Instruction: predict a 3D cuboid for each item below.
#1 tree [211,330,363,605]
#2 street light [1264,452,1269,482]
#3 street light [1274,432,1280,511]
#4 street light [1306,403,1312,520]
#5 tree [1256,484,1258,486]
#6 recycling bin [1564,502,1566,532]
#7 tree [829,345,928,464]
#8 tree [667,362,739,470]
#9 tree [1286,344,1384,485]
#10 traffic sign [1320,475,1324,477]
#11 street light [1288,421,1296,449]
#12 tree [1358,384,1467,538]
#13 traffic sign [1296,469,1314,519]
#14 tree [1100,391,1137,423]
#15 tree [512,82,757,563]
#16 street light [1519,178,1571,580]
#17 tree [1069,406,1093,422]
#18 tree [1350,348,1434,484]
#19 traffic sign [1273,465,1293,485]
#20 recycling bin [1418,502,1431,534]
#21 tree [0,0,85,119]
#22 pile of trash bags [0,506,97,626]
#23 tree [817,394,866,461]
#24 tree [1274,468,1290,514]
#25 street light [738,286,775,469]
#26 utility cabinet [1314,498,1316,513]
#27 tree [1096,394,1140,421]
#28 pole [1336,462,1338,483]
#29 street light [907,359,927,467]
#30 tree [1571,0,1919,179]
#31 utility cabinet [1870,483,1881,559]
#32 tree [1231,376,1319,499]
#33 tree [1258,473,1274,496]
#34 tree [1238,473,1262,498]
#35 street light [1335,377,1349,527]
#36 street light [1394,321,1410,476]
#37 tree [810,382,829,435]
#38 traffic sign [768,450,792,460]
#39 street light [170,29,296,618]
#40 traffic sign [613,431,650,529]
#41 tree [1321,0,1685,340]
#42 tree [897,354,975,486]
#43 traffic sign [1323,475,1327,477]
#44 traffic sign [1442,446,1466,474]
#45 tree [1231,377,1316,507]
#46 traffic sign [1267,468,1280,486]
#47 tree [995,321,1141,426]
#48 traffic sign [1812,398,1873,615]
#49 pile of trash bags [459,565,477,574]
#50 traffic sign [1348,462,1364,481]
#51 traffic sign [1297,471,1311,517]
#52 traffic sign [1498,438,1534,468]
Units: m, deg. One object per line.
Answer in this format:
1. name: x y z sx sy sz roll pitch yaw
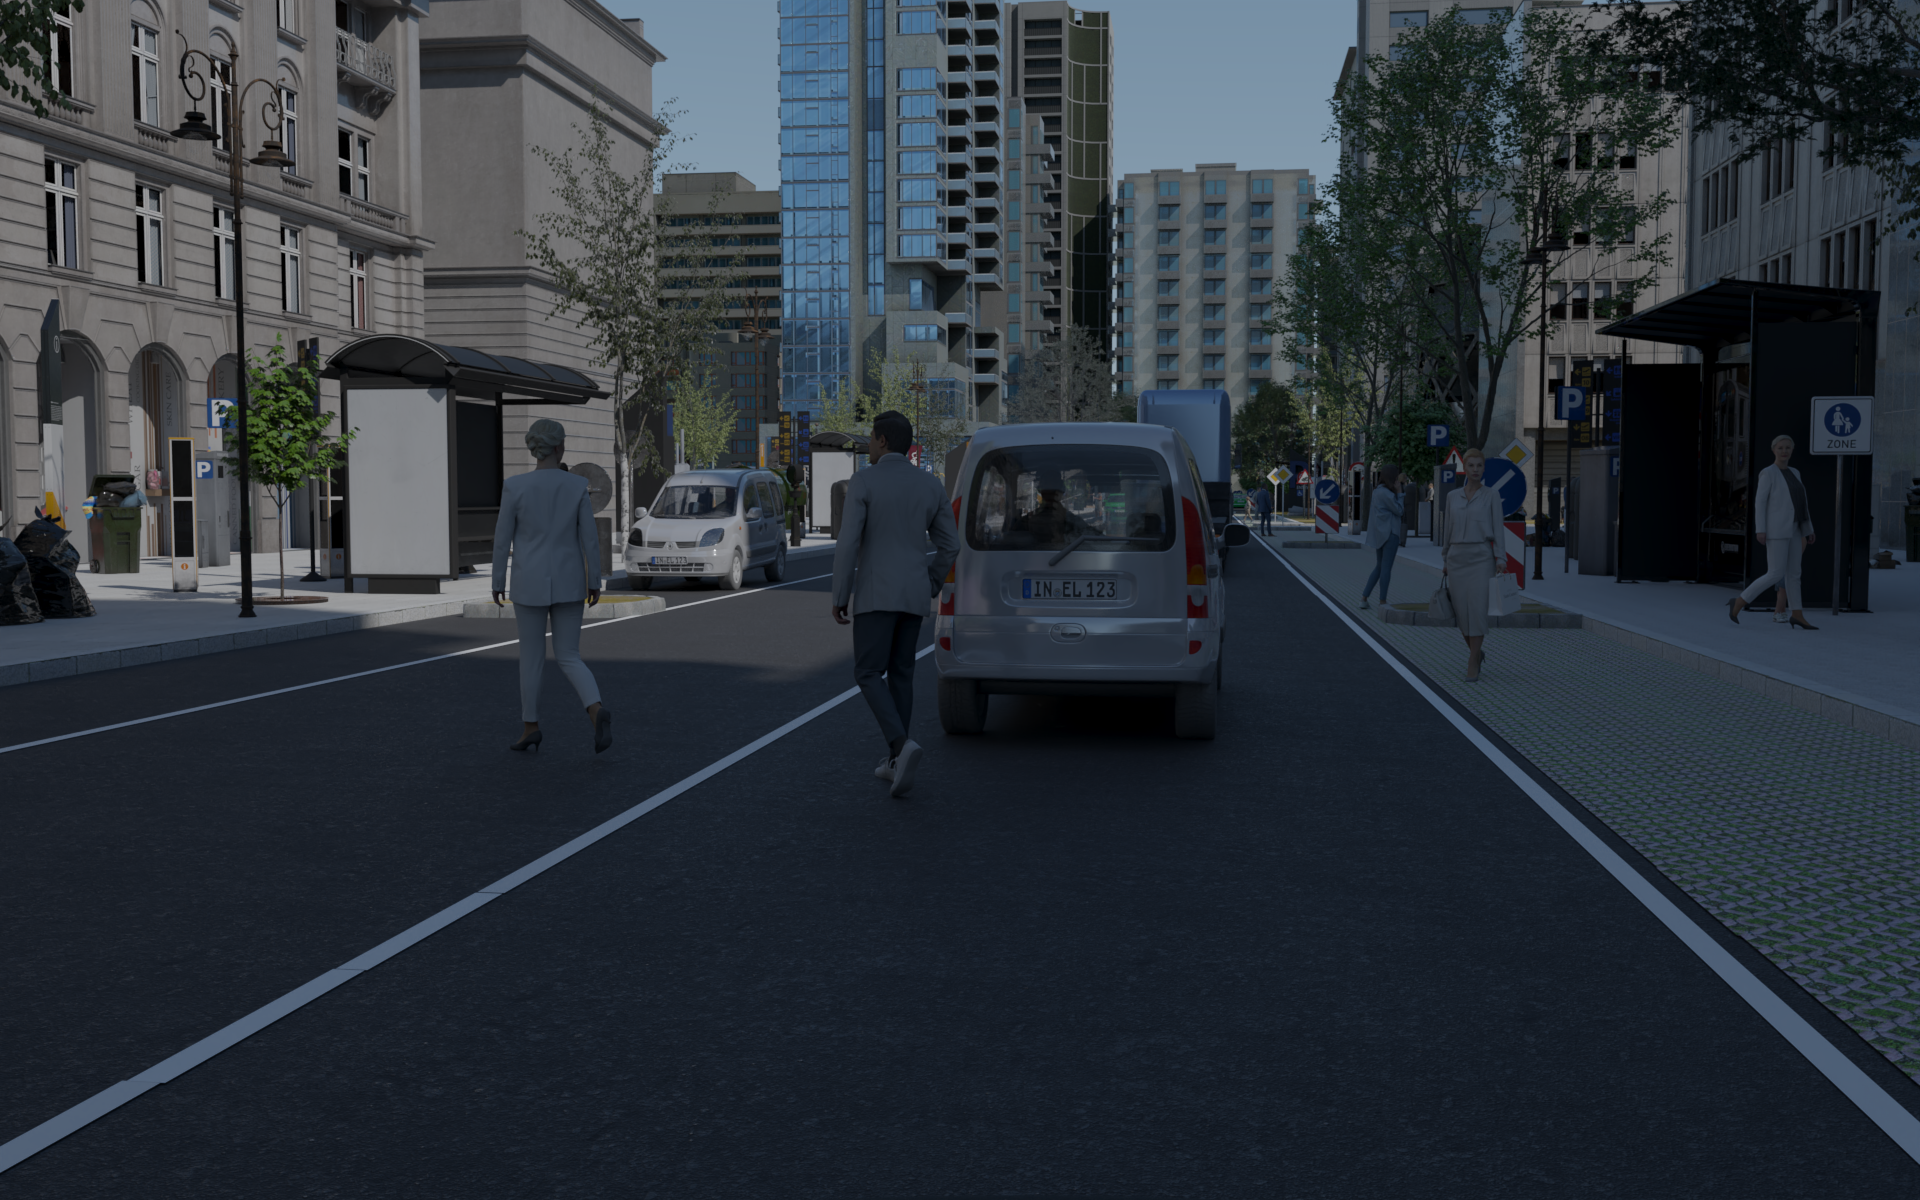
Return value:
1. tree: -7.912 -1.583 20.479 1.663 3.219 1.824 0 3 0
2. street light: 26.586 -10.846 150.127 0.468 5.910 1.993 1 4 8
3. street light: 23.621 -9.578 129.392 0.468 5.910 1.993 1 4 8
4. street light: 17.445 -6.959 86.565 0.468 5.910 1.993 1 4 8
5. tree: 27.377 -9.789 154.657 1.663 3.219 1.824 0 3 0
6. recycling bin: 19.216 -2.514 53.663 0.722 1.027 0.722 -3 5 -40
7. tree: -3.357 -8.215 84.685 4.737 8.622 4.395 0 3 0
8. tree: -14.585 -8.960 96.859 4.737 8.622 4.395 0 3 0
9. tree: 17.508 -7.986 80.926 4.737 8.622 4.395 0 3 0
10. traffic sign: 24.667 -7.187 117.616 0.768 2.556 0.104 1 4 11
11. street light: 20.624 -8.253 107.725 0.468 5.910 1.993 1 4 8
12. tree: 13.631 -4.136 51.339 4.285 4.588 4.351 0 3 0
13. traffic sign: 17.898 -5.498 89.890 0.884 2.594 0.081 1 4 11
14. tree: 17.881 -16.717 191.448 7.486 12.596 7.792 0 3 0
15. tree: -5.984 -4.993 31.995 4.360 8.622 3.978 0 3 0
16. street light: 8.667 -3.242 25.793 0.468 5.910 1.993 1 4 8
17. tree: 9.161 -11.638 140.648 4.360 8.622 3.978 0 3 0
18. tree: 21.582 -8.310 86.237 4.360 8.622 3.978 0 3 0
19. traffic sign: 12.799 -4.056 68.505 0.795 2.593 0.064 1 4 8
20. recycling bin: 15.132 -2.633 55.609 0.722 1.027 0.722 1 4 21
21. tree: -8.981 -3.893 14.013 4.737 8.622 4.395 0 3 0
22. pile of trash bags: -10.704 -0.494 17.828 3.447 1.369 1.912 1 4 18
23. tree: -9.002 -10.817 127.215 4.360 8.622 3.978 0 3 0
24. tree: 21.577 -7.239 112.965 1.663 3.219 1.824 0 3 0
25. street light: -4.526 -4.027 38.625 0.468 5.910 1.993 1 4 8
26. utility cabinet: 23.367 -6.352 115.011 0.306 1.237 1.020 0 4 -5
27. tree: 20.448 -18.834 214.587 9.857 13.997 8.962 0 3 0
28. pole: 23.646 -7.007 108.404 0.158 3.312 0.155 0 3 0
29. street light: -1.446 -5.294 59.344 0.468 5.910 1.993 1 4 8
30. tree: 8.272 -4.776 12.499 7.601 10.594 8.767 0 4 -2
31. utility cabinet: 17.476 -1.524 33.597 0.318 1.500 1.173 0 4 8
32. tree: 24.810 -12.351 136.351 7.601 10.594 8.767 1 4 19
33. tree: 25.939 -9.123 143.769 1.663 3.219 1.824 0 3 0
34. tree: 37.168 -14.567 221.878 4.285 4.588 4.351 0 3 0
35. street light: 14.790 -5.777 67.235 0.468 5.910 1.993 1 4 8
36. street light: 11.830 -4.508 46.499 0.468 5.910 1.993 1 4 8
37. tree: -7.885 -9.721 109.304 4.737 8.622 4.395 0 3 0
38. traffic sign: -5.173 -3.023 49.525 0.768 2.556 0.104 1 4 15
39. street light: -7.430 -2.758 17.882 0.468 5.910 1.993 1 4 8
40. traffic sign: -6.593 -2.119 34.752 0.768 2.556 0.104 1 4 10
41. tree: 10.777 -6.728 35.754 9.928 11.665 9.643 0 3 0
42. tree: -1.331 -8.666 92.045 4.360 8.622 3.978 0 3 0
43. traffic sign: 24.587 -7.121 116.538 0.768 2.556 0.104 1 4 9
44. traffic sign: 13.295 -2.854 46.666 0.884 2.594 0.081 1 4 14
45. tree: 30.487 -15.433 169.342 9.611 12.733 9.660 0 3 0
46. traffic sign: 13.937 -4.539 76.408 0.795 2.593 0.064 1 4 8
47. tree: 7.624 -12.912 121.485 12.009 13.543 11.850 0 3 0
48. traffic sign: 9.255 -0.986 18.244 0.606 2.300 0.079 1 4 10
49. pile of trash bags: -9.440 -1.140 28.395 1.912 1.369 3.447 -3 5 -43
50. traffic sign: 15.612 -4.146 67.900 0.768 2.556 0.104 1 4 13
51. traffic sign: 19.011 -5.848 95.723 0.768 2.556 0.104 1 4 14
52. traffic sign: 12.989 -2.490 40.443 0.795 2.593 0.064 1 4 17
